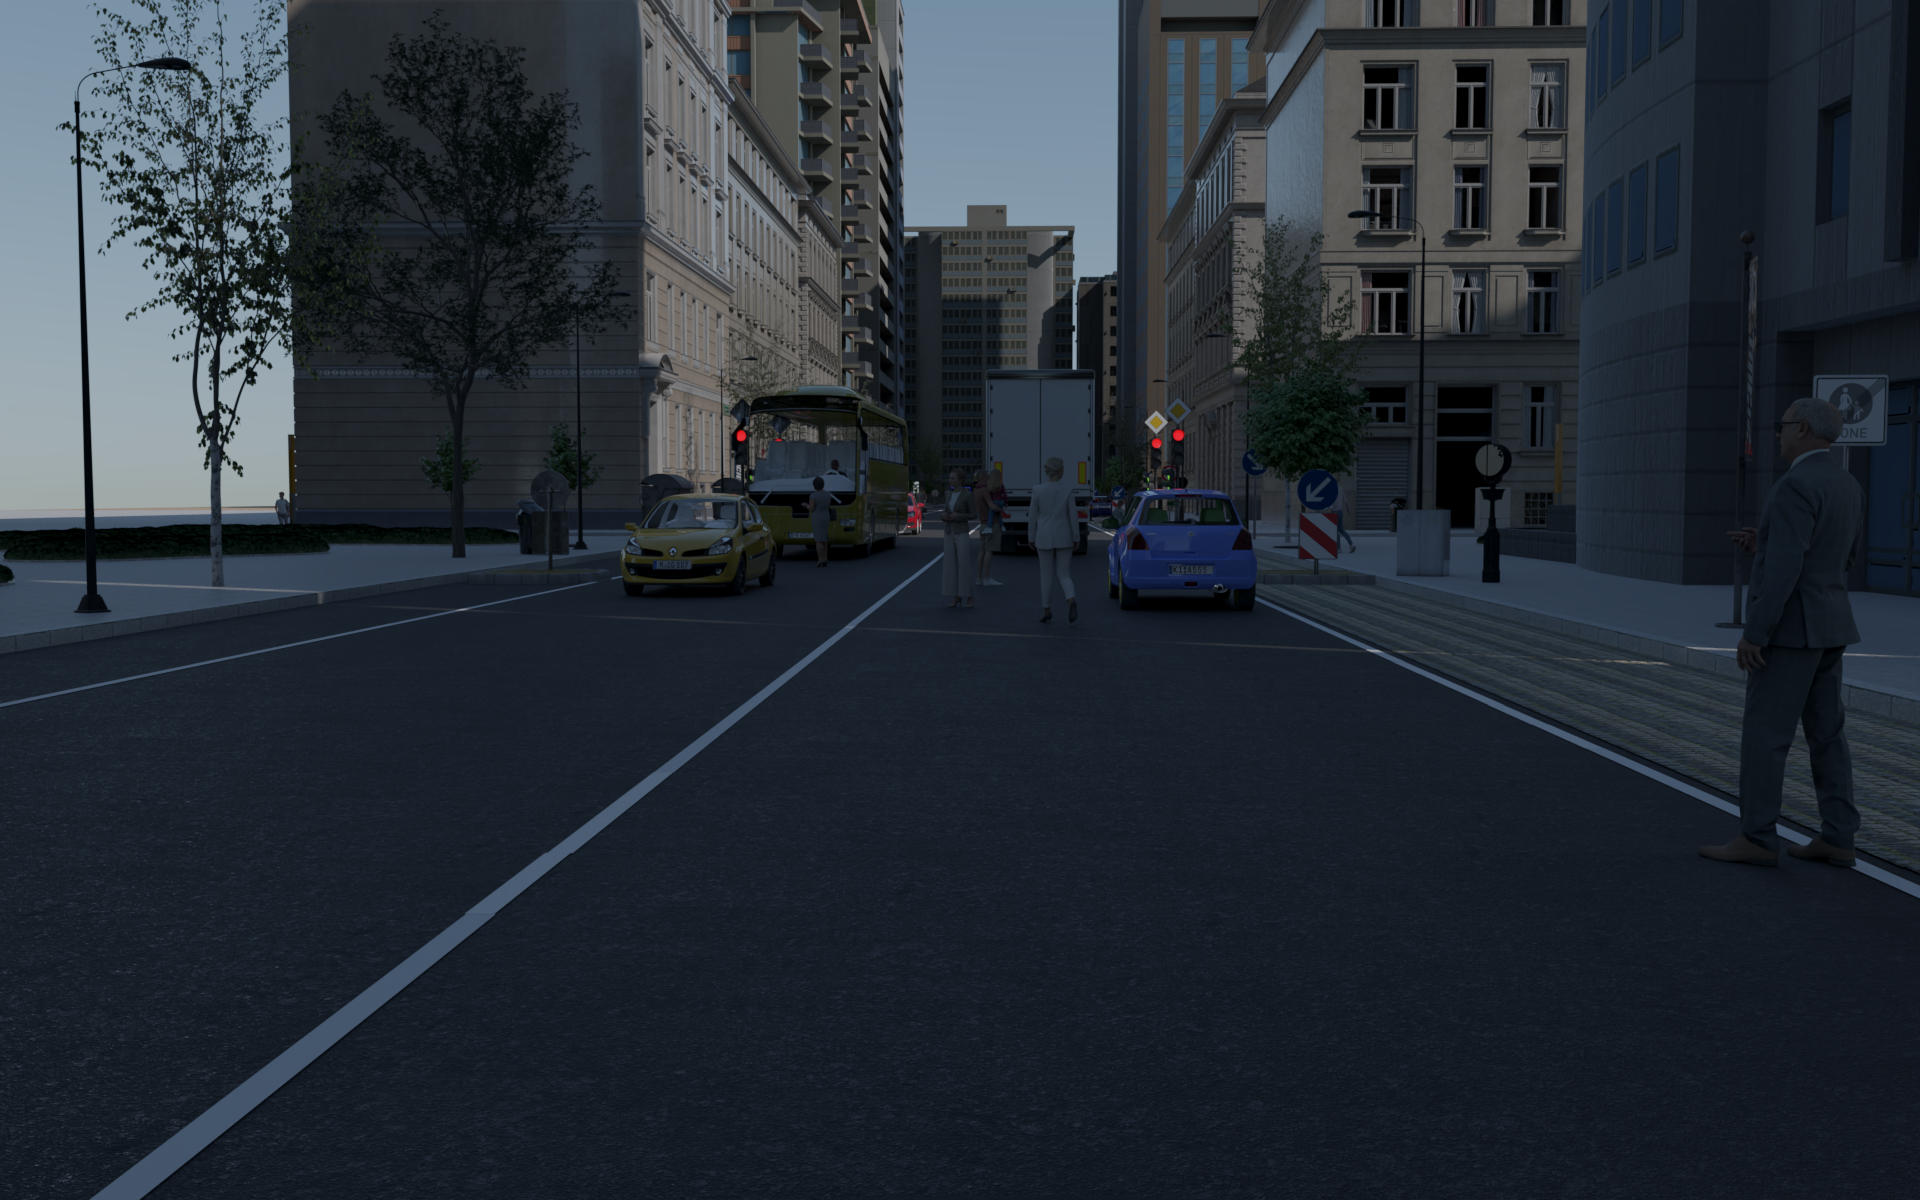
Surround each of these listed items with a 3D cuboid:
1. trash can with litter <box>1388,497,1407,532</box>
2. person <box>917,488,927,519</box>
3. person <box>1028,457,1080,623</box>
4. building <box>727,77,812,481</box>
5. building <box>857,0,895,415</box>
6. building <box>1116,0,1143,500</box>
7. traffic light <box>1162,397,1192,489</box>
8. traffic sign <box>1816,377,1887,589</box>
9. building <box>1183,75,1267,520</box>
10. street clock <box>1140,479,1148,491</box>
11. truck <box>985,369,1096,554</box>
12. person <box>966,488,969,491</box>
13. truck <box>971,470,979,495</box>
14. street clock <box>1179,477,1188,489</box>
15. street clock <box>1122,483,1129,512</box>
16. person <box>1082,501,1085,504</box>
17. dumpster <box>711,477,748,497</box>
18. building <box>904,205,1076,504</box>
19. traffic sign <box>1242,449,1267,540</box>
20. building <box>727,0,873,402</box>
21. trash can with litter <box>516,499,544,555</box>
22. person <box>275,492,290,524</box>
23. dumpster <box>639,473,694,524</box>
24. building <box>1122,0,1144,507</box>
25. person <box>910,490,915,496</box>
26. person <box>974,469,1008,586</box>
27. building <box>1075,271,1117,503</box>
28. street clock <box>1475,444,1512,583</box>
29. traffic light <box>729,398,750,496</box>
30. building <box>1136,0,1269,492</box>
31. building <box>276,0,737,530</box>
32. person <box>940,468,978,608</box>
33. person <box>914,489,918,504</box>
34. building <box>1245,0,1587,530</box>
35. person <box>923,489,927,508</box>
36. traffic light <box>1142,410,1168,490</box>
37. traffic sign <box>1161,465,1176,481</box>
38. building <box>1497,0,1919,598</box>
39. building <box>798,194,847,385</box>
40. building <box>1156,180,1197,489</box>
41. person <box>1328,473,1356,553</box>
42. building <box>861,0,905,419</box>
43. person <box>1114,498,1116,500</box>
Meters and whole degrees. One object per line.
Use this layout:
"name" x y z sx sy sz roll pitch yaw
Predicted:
"trash can with litter" 14.526 -2.840 57.814 0.624 1.170 1.055 0 4 -1
"person" -2.211 -5.613 100.380 0.767 1.812 0.694 -3 5 -42
"person" 1.056 -0.653 19.059 0.514 1.842 0.818 -1 4 -16
"building" -18.018 -16.107 96.635 16.112 22.955 30.059 0 4 2
"building" -17.933 -33.650 173.883 21.300 48.544 21.600 0 4 2
"building" 27.828 -39.690 190.936 21.231 58.520 28.212 0 4 2
"traffic light" 6.300 -3.756 50.339 0.839 4.253 0.868 0 4 2
"traffic sign" 7.654 -0.785 14.967 0.606 2.300 0.079 0 4 6
"building" 18.368 -16.137 92.720 11.050 23.489 19.941 0 4 2
"street clock" 9.135 -4.981 86.011 0.358 2.002 0.471 -1 4 -20
"truck" 1.991 -3.406 44.594 2.839 4.237 11.283 0 4 2
"person" 0.402 -5.723 102.172 0.767 1.812 0.694 0 4 4
"truck" 2.946 -12.901 199.839 2.839 4.237 11.283 0 4 4
"street clock" 9.227 -4.124 71.999 0.471 2.002 0.358 0 4 0
"street clock" 10.893 -6.698 114.087 0.471 2.002 0.358 0 4 1
"person" 13.183 -10.958 185.234 1.348 1.821 0.705 1 4 12
"dumpster" -8.061 -3.389 61.171 1.264 1.857 1.865 0 4 2
"building" 3.589 -33.252 235.550 23.993 40.220 32.217 0 4 2
"traffic sign" 8.262 -2.961 48.512 0.768 2.556 0.104 0 4 5
"building" -19.133 -30.194 148.289 22.147 44.769 28.867 0 4 2
"trash can with litter" -8.948 -1.552 36.754 1.055 1.170 0.624 3 5 44
"person" -22.438 -2.838 57.495 0.523 1.515 0.503 3 4 39
"dumpster" -8.409 -2.679 49.561 1.264 1.857 1.865 0 4 2
"building" 26.231 -44.510 165.986 20.563 71.187 20.611 0 4 2
"person" -4.563 -9.603 163.996 0.756 1.711 0.436 -1 4 -10
"person" 0.465 -1.145 27.198 0.580 1.828 0.573 1 4 22
"building" 22.357 -27.869 227.355 14.107 30.474 14.160 0 4 2
"street clock" 7.694 -1.252 25.034 0.358 2.002 0.471 -3 5 -43
"traffic light" -6.354 -3.782 50.759 0.839 4.253 0.868 0 4 2
"building" 22.654 -30.545 149.516 14.600 45.320 14.200 0 4 2
"building" -17.255 -17.444 71.119 13.634 28.700 20.117 0 4 2
"person" -0.054 -0.789 21.951 0.519 1.759 0.362 3 5 40
"person" -3.428 -7.834 136.685 0.705 1.812 1.348 0 4 -5
"building" 27.176 -14.326 67.512 30.059 22.955 16.112 0 4 2
"person" -3.084 -8.441 146.522 0.705 1.822 1.348 1 4 22
"traffic light" 6.576 -4.245 58.320 0.839 4.253 0.868 0 4 2
"traffic sign" 9.163 -4.621 75.667 0.768 2.556 0.104 1 4 11
"building" 20.725 -29.495 24.244 21.231 58.520 28.212 0 4 2
"building" -14.415 -17.895 121.463 11.050 23.489 19.941 0 4 2
"building" 22.532 -17.387 117.562 16.112 22.955 30.059 0 4 2
"person" 8.324 -1.889 37.603 0.598 1.740 0.731 2 4 31
"building" -20.602 -40.012 196.190 28.212 58.520 21.231 0 4 2
"person" 15.211 -9.945 170.114 0.593 1.643 0.415 -2 4 -29
